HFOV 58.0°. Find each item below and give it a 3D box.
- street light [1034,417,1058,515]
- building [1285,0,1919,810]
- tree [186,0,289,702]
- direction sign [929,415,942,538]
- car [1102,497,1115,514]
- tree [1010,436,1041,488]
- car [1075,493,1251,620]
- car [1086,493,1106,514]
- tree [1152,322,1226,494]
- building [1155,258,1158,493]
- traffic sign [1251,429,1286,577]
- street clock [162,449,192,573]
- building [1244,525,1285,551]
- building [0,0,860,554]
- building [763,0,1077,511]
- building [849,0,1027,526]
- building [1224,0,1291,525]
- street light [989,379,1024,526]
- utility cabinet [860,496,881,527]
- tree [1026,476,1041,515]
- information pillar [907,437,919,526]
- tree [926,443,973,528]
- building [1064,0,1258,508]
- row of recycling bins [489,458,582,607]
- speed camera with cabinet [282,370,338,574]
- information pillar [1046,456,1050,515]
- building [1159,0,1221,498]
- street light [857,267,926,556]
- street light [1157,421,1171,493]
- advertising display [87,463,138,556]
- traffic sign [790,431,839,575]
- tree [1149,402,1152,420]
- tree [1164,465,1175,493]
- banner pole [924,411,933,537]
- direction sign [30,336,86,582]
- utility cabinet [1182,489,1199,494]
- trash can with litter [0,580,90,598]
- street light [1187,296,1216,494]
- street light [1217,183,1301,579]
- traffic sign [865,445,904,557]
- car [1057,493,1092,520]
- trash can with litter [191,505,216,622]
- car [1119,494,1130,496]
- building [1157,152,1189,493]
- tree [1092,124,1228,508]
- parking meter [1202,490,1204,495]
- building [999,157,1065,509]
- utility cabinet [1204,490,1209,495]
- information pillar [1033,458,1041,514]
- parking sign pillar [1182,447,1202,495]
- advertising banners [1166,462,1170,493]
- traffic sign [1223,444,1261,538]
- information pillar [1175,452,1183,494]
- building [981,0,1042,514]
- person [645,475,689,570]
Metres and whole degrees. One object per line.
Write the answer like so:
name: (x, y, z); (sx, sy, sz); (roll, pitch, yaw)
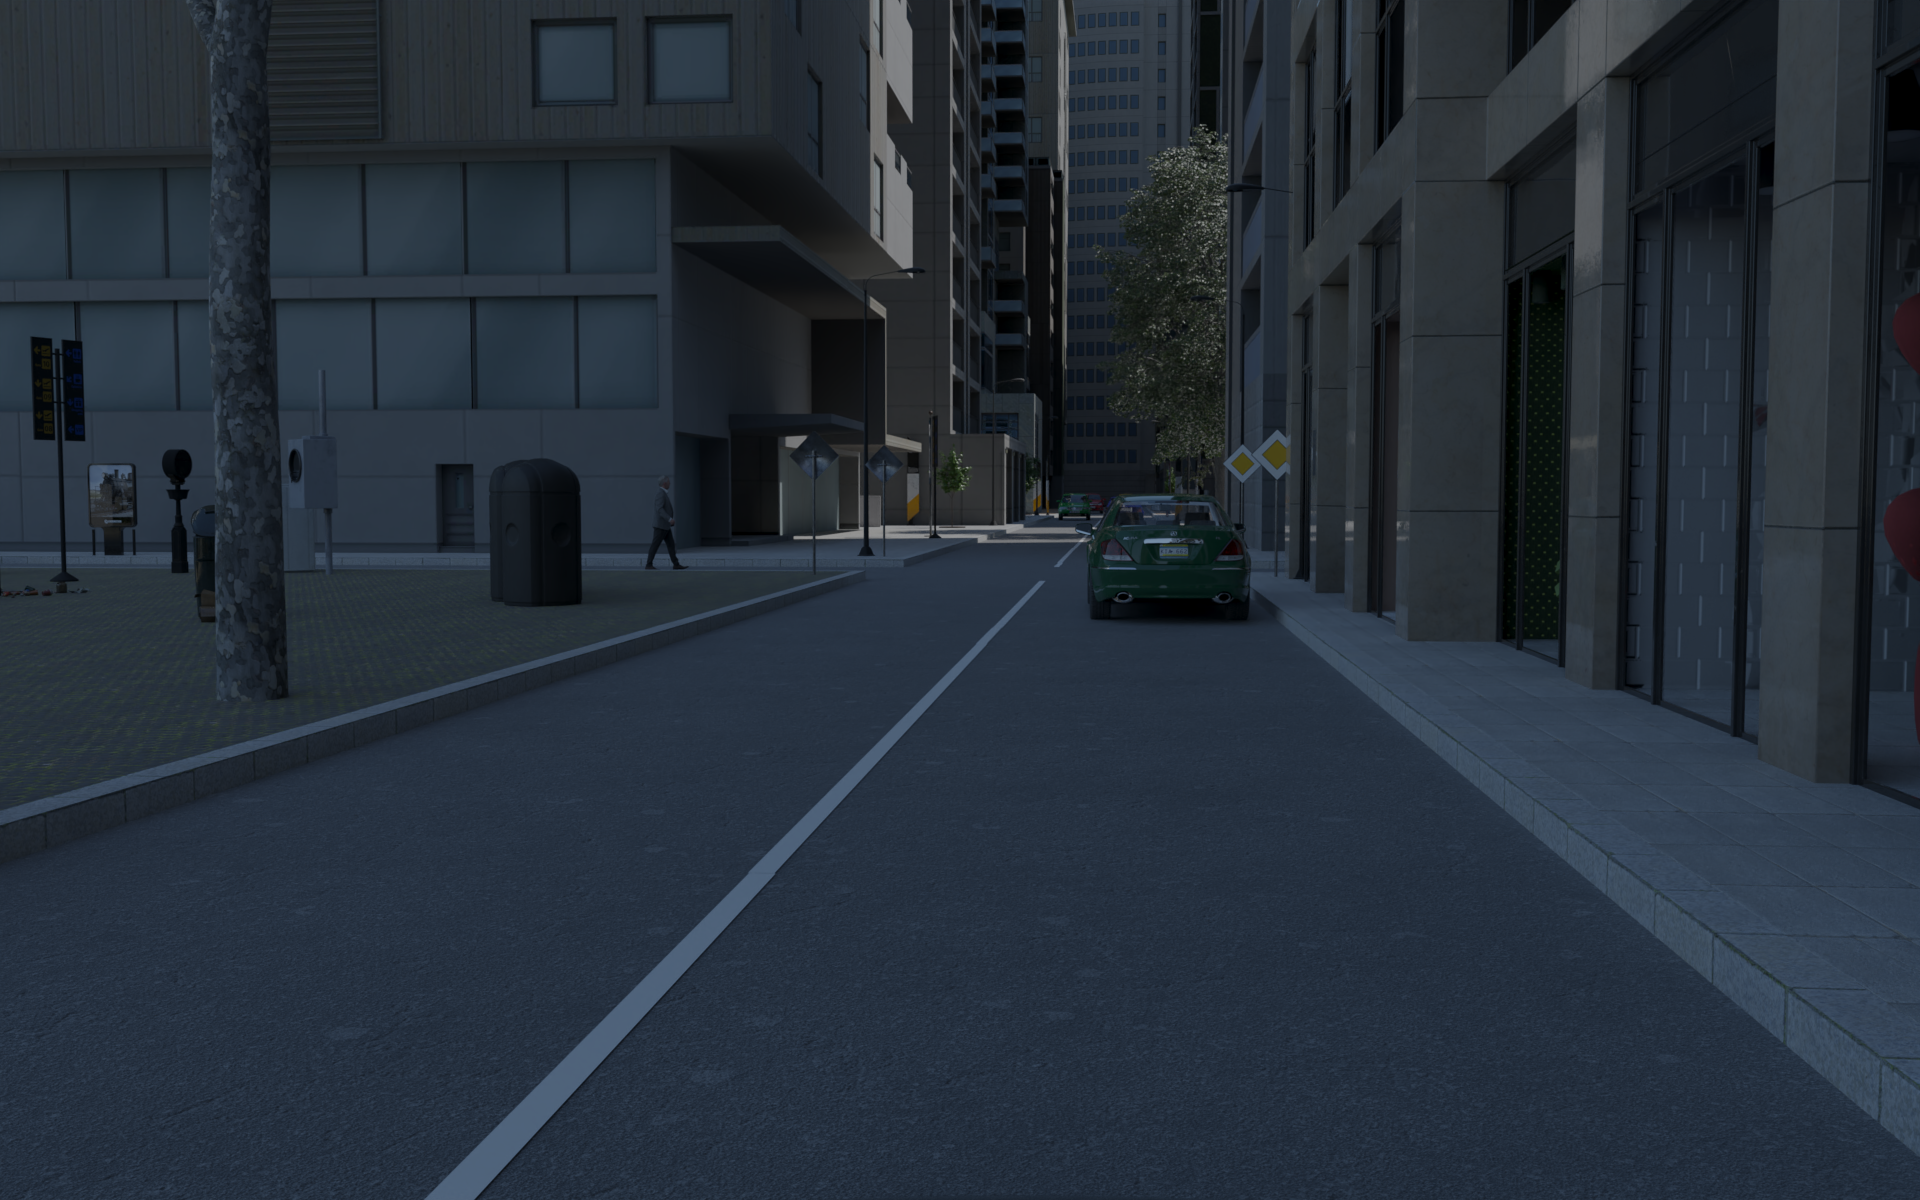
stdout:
street light: (5.164, -8.038, 103.970); (1.470, 5.913, 1.316); (0, 4, 5)
building: (12.960, -12.458, 8.205); (19.350, 26.468, 34.151); (0, 4, 5)
tree: (-3.550, -9.515, 11.465); (12.611, 20.169, 13.585); (0, 3, 0)
direction sign: (-0.723, -3.563, 50.259); (0.379, 3.537, 0.876); (-1, 4, -9)
car: (7.157, -3.851, 75.545); (1.945, 1.354, 3.894); (0, 4, 6)
tree: (2.806, -7.043, 98.867); (4.285, 4.588, 4.351); (0, 3, 0)
car: (2.473, -0.571, 21.142); (2.131, 1.459, 4.920); (0, 4, 4)
car: (9.679, -7.268, 127.872); (2.155, 1.783, 4.494); (0, 4, 4)
tree: (10.694, -7.335, 70.285); (4.360, 8.622, 3.978); (0, 3, 0)
building: (25.969, -23.959, 163.426); (14.160, 30.474, 14.107); (0, 4, 5)
traffic sign: (4.894, -1.415, 26.784); (0.795, 2.450, 0.064); (0, 4, 5)
street clock: (-12.659, -1.436, 28.052); (0.358, 2.002, 0.471); (1, 4, 10)
building: (21.125, -30.471, 40.205); (28.212, 58.520, 21.231); (0, 4, 5)
building: (-15.979, -28.105, 48.753); (28.713, 52.752, 27.495); (0, 4, 5)
building: (-2.707, -35.641, 171.966); (27.495, 52.752, 28.713); (0, 4, 5)
building: (-7.361, -39.220, 79.505); (20.563, 71.187, 20.611); (0, 4, 5)
building: (24.666, -33.717, 93.266); (21.231, 58.520, 28.212); (0, 4, 5)
street light: (1.884, -5.950, 69.816); (1.470, 5.913, 1.316); (0, 4, 5)
utility cabinet: (-3.603, -3.433, 67.285); (1.020, 1.237, 0.306); (0, 4, 1)
tree: (3.841, -6.842, 106.472); (1.663, 3.219, 1.824); (0, 3, 0)
information pillar: (-1.920, -4.837, 70.446); (0.504, 3.616, 0.183); (0, 4, -2)
tree: (-0.246, -4.343, 65.604); (1.663, 3.219, 1.824); (0, 3, 0)
building: (19.234, -40.400, 202.536); (28.212, 58.520, 21.231); (0, 4, 5)
row of recycling bins: (-5.304, -0.869, 21.326); (1.069, 1.692, 3.534); (-1, 4, -18)
speed camera with cabinet: (-10.755, -2.065, 28.097); (0.660, 3.252, 2.038); (-3, 5, -40)
information pillar: (5.335, -6.983, 105.528); (0.183, 3.616, 0.504); (0, 4, -6)
building: (25.671, -42.296, 129.793); (20.563, 71.187, 20.611); (0, 4, 5)
street light: (-1.404, -3.861, 35.662); (1.470, 5.913, 1.316); (0, 4, 5)
street light: (9.316, -6.254, 74.793); (1.470, 5.913, 1.316); (0, 4, 5)
advertising display: (-17.665, -1.890, 36.114); (0.974, 1.923, 0.123); (0, 4, 1)
traffic sign: (-2.315, -1.459, 27.495); (0.795, 2.450, 0.064); (0, 4, 5)
tree: (10.646, -7.899, 79.516); (4.360, 8.622, 3.978); (0, 3, 0)
tree: (13.875, -7.312, 114.146); (1.663, 3.219, 1.824); (0, 3, 0)
banner pole: (-0.897, -3.787, 51.938); (0.401, 3.779, 0.863); (0, 4, 3)
direction sign: (-13.162, -2.040, 25.344); (0.379, 3.537, 0.876); (1, 4, 21)
utility cabinet: (10.982, -4.595, 83.801); (1.173, 1.500, 0.318); (-1, 4, -20)
trash can with litter: (-11.930, -0.658, 21.822); (1.678, 1.210, 2.233); (2, 4, 32)
street light: (6.081, -4.165, 40.635); (1.470, 5.913, 1.316); (0, 4, 5)
street light: (4.668, -3.270, 26.010); (1.470, 5.913, 1.316); (0, 4, 5)
traffic sign: (-1.552, -1.945, 35.443); (0.795, 2.450, 0.064); (0, 4, 5)
car: (6.312, -5.299, 95.430); (1.959, 1.807, 4.718); (0, 4, 4)
trash can with litter: (-7.530, -0.389, 17.742); (0.624, 1.170, 1.055); (-2, 4, -24)
car: (11.329, -6.541, 117.169); (2.015, 1.641, 3.980); (0, 4, 6)
building: (24.472, -23.049, 148.557); (14.160, 30.474, 14.107); (0, 4, 5)
tree: (9.140, -9.377, 59.964); (9.857, 13.997, 8.962); (0, 3, 0)
parking meter: (13.248, -5.312, 95.257); (0.372, 1.533, 0.369); (0, 3, 0)
building: (1.691, -23.053, 148.621); (14.160, 30.474, 14.107); (0, 4, 5)
utility cabinet: (13.829, -5.609, 100.393); (1.173, 1.500, 0.318); (2, 4, 24)
information pillar: (4.828, -7.181, 108.768); (0.504, 3.616, 0.183); (0, 4, -3)
parking sign pillar: (11.975, -6.181, 89.533); (1.447, 3.967, 1.447); (-2, 4, -26)
advertising banners: (11.587, -6.140, 96.583); (0.090, 3.025, 2.074); (0, 4, 2)
traffic sign: (5.658, -1.902, 34.733); (0.795, 2.450, 0.064); (0, 4, 5)
information pillar: (10.411, -5.571, 82.444); (0.183, 3.616, 0.504); (-2, 4, -28)
building: (-4.889, -49.679, 124.925); (22.319, 86.520, 31.000); (0, 4, 5)
person: (-5.446, -1.425, 32.191); (0.834, 1.777, 0.661); (-1, 4, -15)
